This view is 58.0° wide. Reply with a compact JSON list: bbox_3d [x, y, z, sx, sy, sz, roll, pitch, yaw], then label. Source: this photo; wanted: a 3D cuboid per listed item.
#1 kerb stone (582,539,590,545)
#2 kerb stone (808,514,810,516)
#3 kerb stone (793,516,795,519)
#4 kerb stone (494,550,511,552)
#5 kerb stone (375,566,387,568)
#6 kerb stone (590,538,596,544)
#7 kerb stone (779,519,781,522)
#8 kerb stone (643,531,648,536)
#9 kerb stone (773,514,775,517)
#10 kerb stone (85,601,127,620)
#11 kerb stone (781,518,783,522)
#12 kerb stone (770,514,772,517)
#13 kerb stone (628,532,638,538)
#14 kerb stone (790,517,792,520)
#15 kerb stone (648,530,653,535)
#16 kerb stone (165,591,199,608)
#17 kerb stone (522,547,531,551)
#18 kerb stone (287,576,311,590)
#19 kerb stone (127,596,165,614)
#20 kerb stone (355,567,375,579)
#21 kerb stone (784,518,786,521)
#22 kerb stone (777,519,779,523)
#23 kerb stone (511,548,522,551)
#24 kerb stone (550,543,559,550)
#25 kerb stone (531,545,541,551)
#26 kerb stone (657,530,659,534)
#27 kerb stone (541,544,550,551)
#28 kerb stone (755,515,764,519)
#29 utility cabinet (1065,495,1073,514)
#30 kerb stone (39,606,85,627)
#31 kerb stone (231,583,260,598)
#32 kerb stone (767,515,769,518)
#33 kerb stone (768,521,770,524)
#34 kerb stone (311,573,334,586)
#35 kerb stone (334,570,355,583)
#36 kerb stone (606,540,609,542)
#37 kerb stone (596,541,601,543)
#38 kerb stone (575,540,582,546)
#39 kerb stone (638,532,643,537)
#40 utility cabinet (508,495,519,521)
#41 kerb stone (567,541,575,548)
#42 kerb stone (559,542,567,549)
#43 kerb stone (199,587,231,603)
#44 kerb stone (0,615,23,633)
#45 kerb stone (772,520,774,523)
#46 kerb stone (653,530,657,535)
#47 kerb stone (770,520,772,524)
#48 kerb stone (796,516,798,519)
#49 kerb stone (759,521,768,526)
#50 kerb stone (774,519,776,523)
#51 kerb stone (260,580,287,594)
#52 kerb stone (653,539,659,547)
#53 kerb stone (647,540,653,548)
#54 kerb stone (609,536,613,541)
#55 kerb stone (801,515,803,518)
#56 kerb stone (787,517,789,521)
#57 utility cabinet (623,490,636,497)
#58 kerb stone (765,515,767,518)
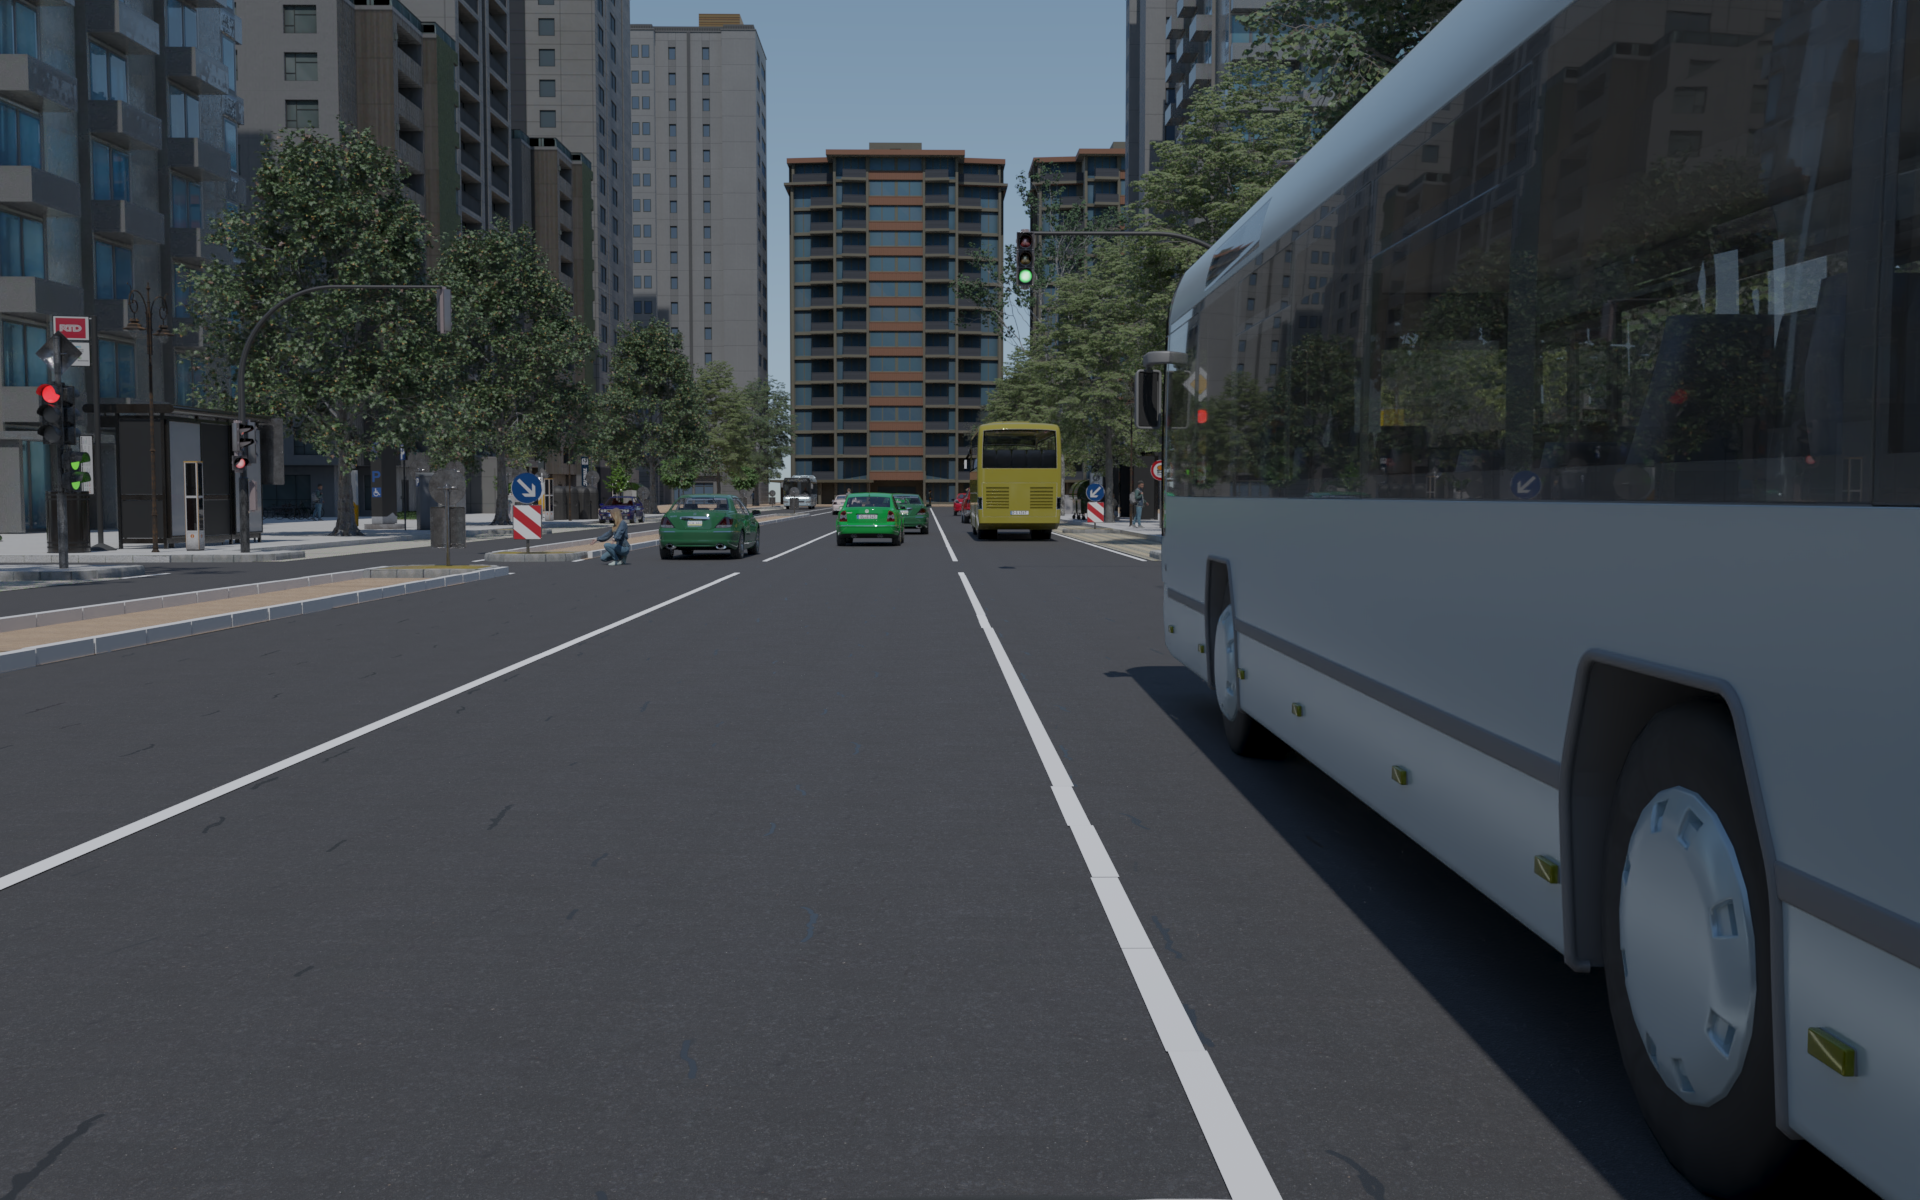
[{"bbox_3d":[-10.544,-1.591,48.230,0.120,0.150,1.000,0,4,-1],"label":"kerb stone"},{"bbox_3d":[-9.704,-5.295,108.840,0.120,0.150,1.000,0,4,-1],"label":"kerb stone"},{"bbox_3d":[-9.451,-4.548,96.558,0.120,0.150,1.000,0,4,-1],"label":"kerb stone"},{"bbox_3d":[-10.355,-1.028,39.011,0.120,0.150,1.000,0,4,-1],"label":"kerb stone"},{"bbox_3d":[-10.172,-0.494,30.279,0.120,0.150,1.000,0,4,-1],"label":"kerb stone"},{"bbox_3d":[-10.567,-1.655,49.254,0.120,0.150,1.000,0,4,-1],"label":"kerb stone"},{"bbox_3d":[-9.257,-3.983,87.321,0.120,0.150,1.000,0,4,-1],"label":"kerb stone"},{"bbox_3d":[-10.757,-2.216,58.465,0.120,0.150,1.000,0,4,-1],"label":"kerb stone"},{"bbox_3d":[-11.783,-5.219,107.635,0.120,0.150,1.000,0,4,-1],"label":"kerb stone"},{"bbox_3d":[-9.958,0.132,20.032,0.120,0.150,1.000,0,4,-1],"label":"kerb stone"},{"bbox_3d":[-9.279,-4.045,88.345,0.120,0.150,1.000,0,4,-1],"label":"kerb stone"},{"bbox_3d":[-11.733,-5.101,105.589,0.120,0.150,1.000,0,4,-1],"label":"kerb stone"},{"bbox_3d":[-10.709,-2.093,56.418,0.120,0.150,1.000,0,4,-1],"label":"kerb stone"},{"bbox_3d":[-9.409,-4.419,94.510,0.120,0.150,1.000,0,4,-1],"label":"kerb stone"},{"bbox_3d":[-10.776,-2.280,59.487,0.120,0.150,1.000,0,4,-1],"label":"kerb stone"},{"bbox_3d":[-10.002,0.007,22.080,0.120,0.150,1.000,0,4,-1],"label":"kerb stone"},{"bbox_3d":[-10.399,-1.151,41.058,0.120,0.150,1.000,0,4,-1],"label":"kerb stone"},{"bbox_3d":[-10.091,-0.238,26.176,0.120,0.150,1.000,0,4,-1],"label":"kerb stone"},{"bbox_3d":[-9.981,0.070,21.058,0.120,0.150,1.000,0,4,-1],"label":"kerb stone"},{"bbox_3d":[-10.151,-0.428,29.255,0.120,0.150,1.000,0,4,-1],"label":"kerb stone"},{"bbox_3d":[-9.319,-4.171,90.408,0.120,0.150,1.000,0,4,-1],"label":"kerb stone"},{"bbox_3d":[-9.246,-3.915,86.295,0.120,0.150,1.000,0,4,-1],"label":"kerb stone"},{"bbox_3d":[-10.371,-1.084,40.036,0.120,0.150,1.000,0,4,-1],"label":"kerb stone"},{"bbox_3d":[-10.459,-1.342,44.130,0.120,0.150,1.000,0,4,-1],"label":"kerb stone"},{"bbox_3d":[-10.409,-1.212,42.085,0.120,0.150,1.000,0,4,-1],"label":"kerb stone"},{"bbox_3d":[-10.823,-2.406,61.534,0.120,0.150,1.000,0,4,-1],"label":"kerb stone"},{"bbox_3d":[-10.439,-1.279,43.106,0.120,0.150,1.000,0,4,-1],"label":"kerb stone"},{"bbox_3d":[-11.630,-4.787,100.465,0.120,0.150,1.000,0,4,-1],"label":"kerb stone"},{"bbox_3d":[7.073,-6.159,111.859,1.020,1.237,0.306,-1,4,-16],"label":"utility cabinet"},{"bbox_3d":[-9.937,0.195,19.011,0.120,0.150,1.000,0,4,-1],"label":"kerb stone"},{"bbox_3d":[-10.045,-0.118,24.128,0.120,0.150,1.000,0,4,-1],"label":"kerb stone"},{"bbox_3d":[-11.699,-4.975,103.541,0.120,0.150,1.000,0,4,-1],"label":"kerb stone"},{"bbox_3d":[-9.133,-3.603,81.162,0.120,0.150,1.000,0,4,-1],"label":"kerb stone"},{"bbox_3d":[-10.108,-0.307,27.207,0.120,0.150,1.000,0,4,-1],"label":"kerb stone"},{"bbox_3d":[-10.125,-0.369,28.232,0.120,0.150,1.000,0,4,-1],"label":"kerb stone"},{"bbox_3d":[-10.612,-1.780,51.305,0.120,0.150,1.000,0,4,-1],"label":"kerb stone"},{"bbox_3d":[-10.598,-1.718,50.281,0.120,0.150,1.000,0,4,-1],"label":"kerb stone"},{"bbox_3d":[-10.522,-1.529,47.201,0.120,0.150,1.000,0,4,-1],"label":"kerb stone"},{"bbox_3d":[-10.730,-2.156,57.440,0.120,0.150,1.000,0,4,-1],"label":"kerb stone"},{"bbox_3d":[-21.451,-4.422,83.465,1.020,1.237,0.306,1,4,16],"label":"utility cabinet"},{"bbox_3d":[-10.505,-1.467,46.174,0.120,0.150,1.000,0,4,-1],"label":"kerb stone"},{"bbox_3d":[-10.481,-1.404,45.152,0.120,0.150,1.000,0,4,-1],"label":"kerb stone"},{"bbox_3d":[-10.020,-0.055,23.102,0.120,0.150,1.000,0,4,-1],"label":"kerb stone"},{"bbox_3d":[-9.910,0.257,17.988,0.120,0.150,1.000,0,4,-1],"label":"kerb stone"},{"bbox_3d":[-9.174,-3.732,83.217,0.120,0.150,1.000,0,4,-1],"label":"kerb stone"},{"bbox_3d":[-10.799,-2.344,60.512,0.120,0.150,1.000,0,4,-1],"label":"kerb stone"},{"bbox_3d":[-9.154,-3.665,82.185,0.120,0.150,1.000,0,4,-1],"label":"kerb stone"},{"bbox_3d":[-9.491,-4.673,98.602,0.120,0.150,1.000,0,4,-1],"label":"kerb stone"},{"bbox_3d":[-9.109,-3.544,80.133,0.120,0.150,1.000,0,4,-1],"label":"kerb stone"},{"bbox_3d":[-9.200,-3.792,84.245,0.120,0.150,1.000,0,4,-1],"label":"kerb stone"},{"bbox_3d":[-10.059,-0.180,25.154,0.120,0.150,1.000,0,4,-1],"label":"kerb stone"},{"bbox_3d":[-8.430,-1.532,47.255,0.120,0.150,1.000,0,4,-1],"label":"kerb stone"},{"bbox_3d":[-8.405,-1.468,46.223,0.120,0.150,1.000,0,4,-1],"label":"kerb stone"},{"bbox_3d":[-10.637,-1.843,52.329,0.120,0.150,1.000,0,4,-1],"label":"kerb stone"},{"bbox_3d":[-9.582,-4.923,102.690,0.120,0.150,1.000,0,4,-1],"label":"kerb stone"},{"bbox_3d":[-9.368,-4.298,92.460,0.120,0.150,1.000,0,4,-1],"label":"kerb stone"},{"bbox_3d":[-18.941,-5.554,99.479,0.318,1.500,1.173,-2,4,-34],"label":"utility cabinet"},{"bbox_3d":[-11.675,-4.913,102.519,0.120,0.150,1.000,0,4,-1],"label":"kerb stone"}]
